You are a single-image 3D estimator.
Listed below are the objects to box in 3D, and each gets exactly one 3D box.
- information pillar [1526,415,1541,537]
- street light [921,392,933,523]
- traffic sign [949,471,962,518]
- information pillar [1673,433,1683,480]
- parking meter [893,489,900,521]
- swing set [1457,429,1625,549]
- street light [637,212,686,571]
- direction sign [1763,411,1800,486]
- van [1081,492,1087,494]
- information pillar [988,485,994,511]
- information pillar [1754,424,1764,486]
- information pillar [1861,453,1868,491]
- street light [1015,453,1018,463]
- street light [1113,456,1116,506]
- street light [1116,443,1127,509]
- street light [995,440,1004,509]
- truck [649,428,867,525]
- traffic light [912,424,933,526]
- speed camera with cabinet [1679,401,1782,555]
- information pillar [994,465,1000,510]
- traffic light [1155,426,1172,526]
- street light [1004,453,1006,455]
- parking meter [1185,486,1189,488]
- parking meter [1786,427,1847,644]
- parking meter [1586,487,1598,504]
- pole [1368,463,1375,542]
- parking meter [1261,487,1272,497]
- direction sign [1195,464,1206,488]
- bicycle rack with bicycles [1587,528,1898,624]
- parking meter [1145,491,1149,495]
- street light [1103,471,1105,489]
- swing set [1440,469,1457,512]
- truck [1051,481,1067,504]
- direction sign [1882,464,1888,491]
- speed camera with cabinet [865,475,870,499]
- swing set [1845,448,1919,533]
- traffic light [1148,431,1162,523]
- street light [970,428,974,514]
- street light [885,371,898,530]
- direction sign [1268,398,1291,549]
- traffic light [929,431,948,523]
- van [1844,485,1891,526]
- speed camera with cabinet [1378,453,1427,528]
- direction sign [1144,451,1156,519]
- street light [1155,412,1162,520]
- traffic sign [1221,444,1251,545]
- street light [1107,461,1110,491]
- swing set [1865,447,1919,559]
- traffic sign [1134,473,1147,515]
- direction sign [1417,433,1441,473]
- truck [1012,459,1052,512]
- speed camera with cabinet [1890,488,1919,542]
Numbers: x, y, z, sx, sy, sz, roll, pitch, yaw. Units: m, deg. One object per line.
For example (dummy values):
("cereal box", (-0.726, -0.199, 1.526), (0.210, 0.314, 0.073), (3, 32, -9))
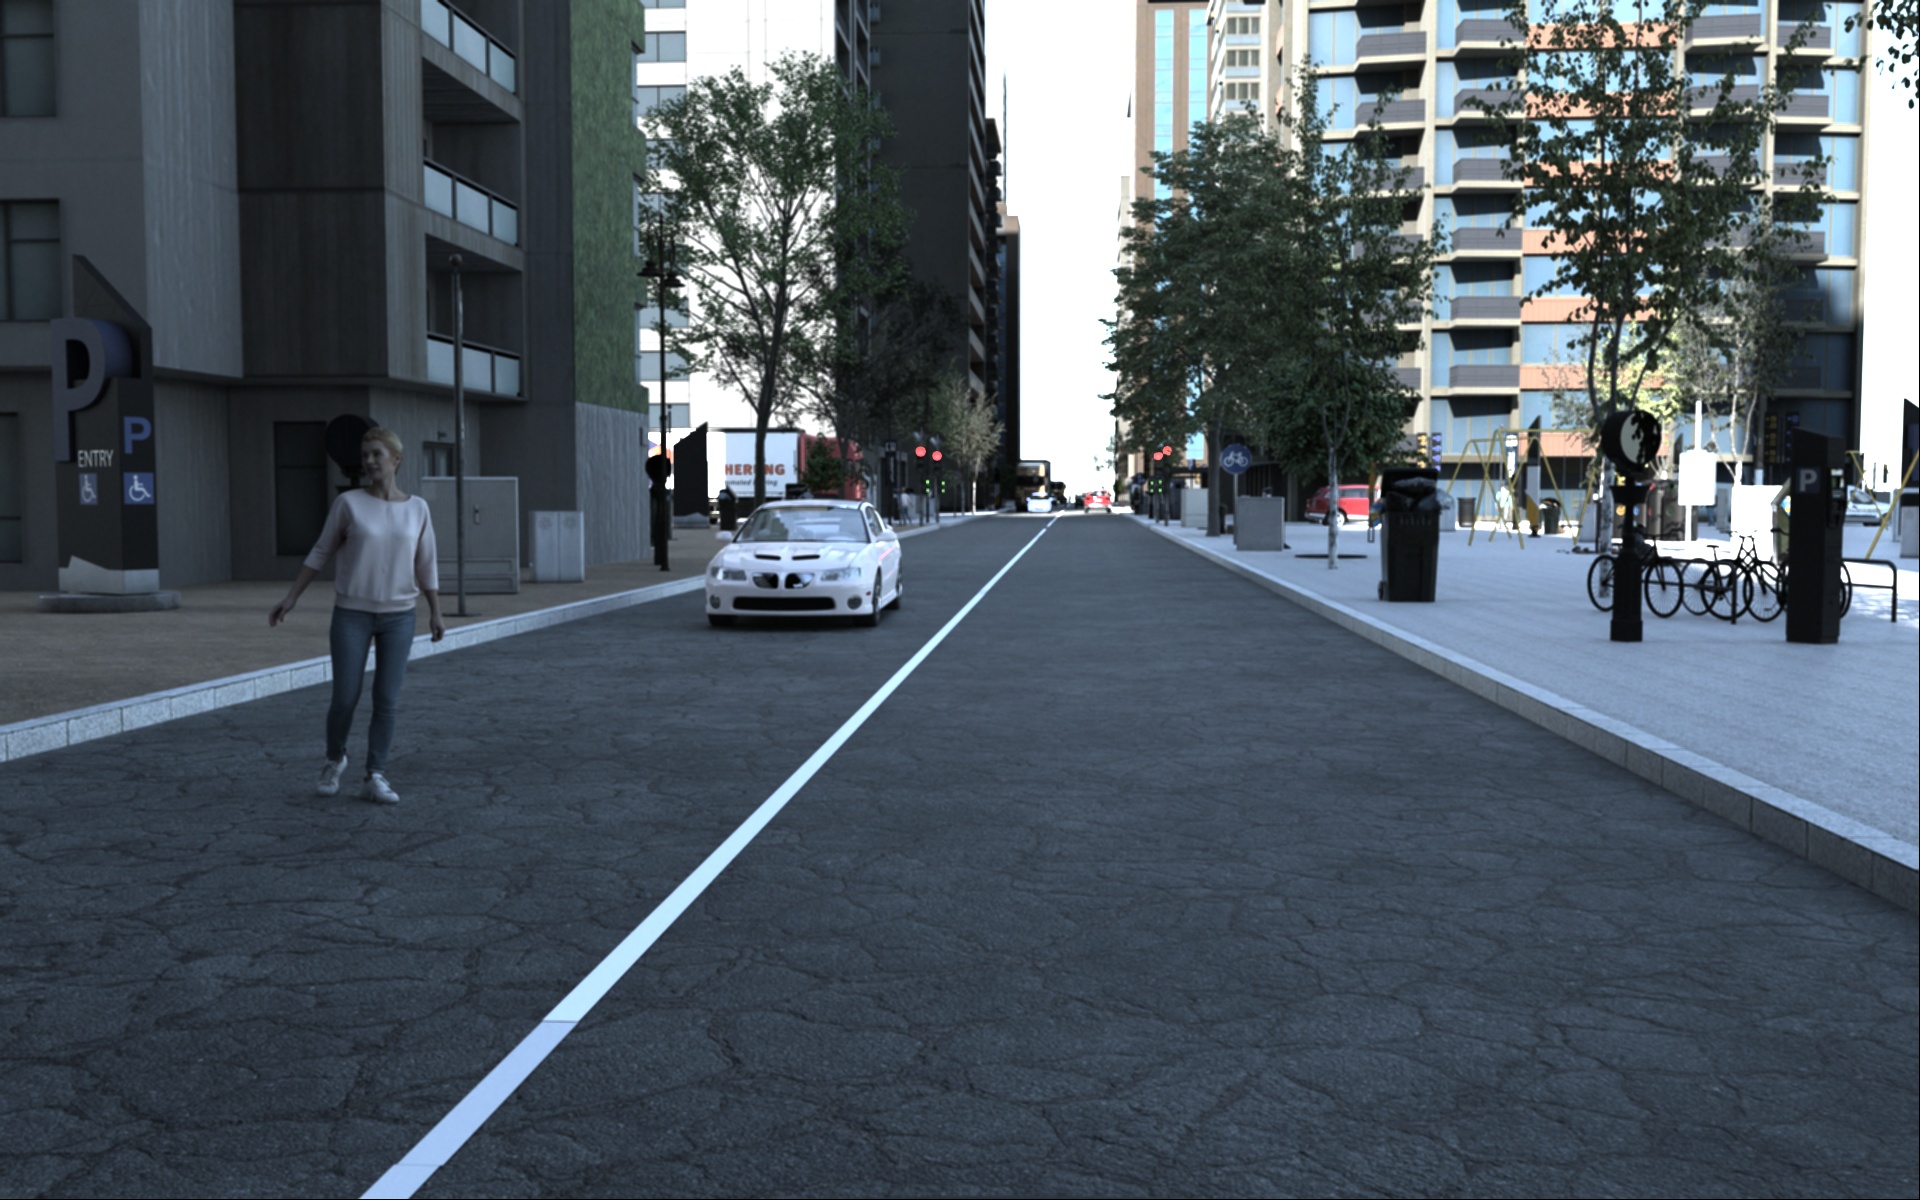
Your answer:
("information pillar", (17.041, -3.675, 51.436), (0.183, 3.616, 0.504), (-1, 4, -22))
("street light", (-1.458, -6.421, 77.774), (0.468, 5.910, 1.993), (0, 4, 4))
("traffic sign", (-0.278, -5.783, 94.661), (0.768, 2.556, 0.104), (0, 4, 5))
("information pillar", (27.673, -4.614, 66.786), (0.183, 3.616, 0.504), (-1, 4, -8))
("parking meter", (-3.046, -4.634, 84.171), (0.372, 1.533, 0.369), (0, 3, 0))
("swing set", (14.220, -2.715, 42.005), (3.119, 2.851, 2.862), (-1, 4, -9))
("street light", (-4.933, -3.424, 28.764), (0.468, 5.910, 1.993), (0, 4, 4))
("direction sign", (22.584, -3.406, 47.685), (0.876, 3.537, 0.379), (2, 4, 28))
("van", (21.087, -17.483, 292.864), (2.013, 2.044, 4.112), (0, 4, 4))
("information pillar", (2.367, -8.093, 136.810), (0.304, 2.012, 0.304), (0, 4, 2))
("information pillar", (26.946, -4.103, 58.440), (0.504, 3.616, 0.183), (-3, 5, -44))
("information pillar", (49.542, -6.361, 95.364), (0.504, 3.616, 0.183), (0, 4, -7))
("street light", (6.202, -13.170, 188.117), (0.468, 5.910, 1.993), (0, 4, 4))
("street light", (17.244, -13.476, 193.114), (0.468, 5.910, 1.993), (0, 4, 4))
("street light", (14.893, -11.436, 159.758), (0.468, 5.910, 1.993), (0, 4, 4))
("street light", (3.196, -10.511, 144.647), (0.468, 5.910, 1.993), (0, 4, 4))
("truck", (-9.039, -5.223, 74.311), (11.283, 4.237, 2.839), (0, 4, 3))
("traffic light", (-1.534, -4.930, 69.531), (0.839, 4.253, 0.868), (0, 4, 4))
("speed camera with cabinet", (16.440, -2.601, 36.858), (2.038, 3.252, 0.660), (2, 4, 29))
("information pillar", (3.010, -9.130, 140.622), (0.504, 3.616, 0.183), (3, 5, 45))
("traffic light", (8.205, -4.890, 68.876), (0.839, 4.253, 0.868), (0, 4, 4))
("street light", (3.820, -11.093, 154.150), (0.468, 5.910, 1.993), (0, 4, 4))
("parking meter", (16.934, -7.596, 129.909), (0.399, 1.863, 0.255), (3, 4, 36))
("parking meter", (7.375, -0.562, 14.907), (0.255, 1.863, 0.399), (-2, 4, -30))
("parking meter", (21.648, -3.117, 59.373), (0.372, 1.533, 0.369), (0, 3, 0))
("pole", (10.910, -3.182, 45.863), (0.158, 3.312, 0.155), (0, 3, 0))
("parking meter", (10.530, -3.122, 59.452), (0.372, 1.533, 0.369), (0, 3, 0))
("direction sign", (18.325, -8.553, 131.830), (0.876, 3.537, 0.379), (2, 4, 29))
("bicycle rack with bicycles", (8.250, -0.276, 17.889), (2.852, 0.926, 2.925), (-1, 4, -8))
("parking meter", (12.787, -6.684, 117.700), (0.372, 1.533, 0.369), (0, 3, 0))
("street light", (20.724, -16.556, 243.475), (0.468, 5.910, 1.993), (0, 4, 4))
("swing set", (15.166, -3.127, 48.746), (2.862, 2.851, 3.119), (-1, 4, -19))
("truck", (13.863, -15.622, 251.341), (3.469, 3.379, 9.791), (0, 4, 5))
("direction sign", (69.317, -8.429, 129.811), (0.876, 3.537, 0.379), (-3, 5, -40))
("speed camera with cabinet", (-5.292, -5.367, 82.090), (2.038, 3.252, 0.660), (-2, 4, -25))
("swing set", (33.270, -4.048, 63.798), (3.119, 2.851, 2.862), (-3, 5, -43))
("traffic light", (8.756, -5.377, 76.843), (0.839, 4.253, 0.868), (0, 4, 4))
("street light", (0.843, -8.471, 111.290), (0.468, 5.910, 1.993), (0, 4, 4))
("street light", (-2.532, -5.470, 62.230), (0.468, 5.910, 1.993), (0, 4, 4))
("direction sign", (7.574, -2.968, 40.529), (0.379, 3.537, 0.876), (-3, 5, -43))
("traffic light", (-0.984, -5.418, 77.497), (0.839, 4.253, 0.868), (0, 4, 4))
("van", (36.469, -3.927, 71.218), (4.112, 2.044, 2.013), (0, 4, 4))
("speed camera with cabinet", (16.910, -4.362, 65.659), (2.038, 3.252, 0.660), (3, 5, 43))
("direction sign", (10.034, -6.030, 90.579), (0.876, 3.537, 0.379), (-1, 4, -10))
("street light", (9.713, -6.804, 84.038), (0.468, 5.910, 1.993), (0, 4, 4))
("traffic sign", (6.984, -2.679, 43.907), (0.768, 2.556, 0.104), (0, 4, 8))
("street light", (19.566, -15.557, 227.144), (0.468, 5.910, 1.993), (0, 4, 4))
("swing set", (18.779, -2.093, 31.839), (3.119, 2.851, 2.862), (-2, 4, -32))
("traffic sign", (10.830, -6.358, 104.058), (0.768, 2.556, 0.104), (0, 4, 4))
("direction sign", (17.328, -4.408, 64.060), (0.876, 3.537, 0.379), (0, 4, 3))
("truck", (6.005, -9.347, 141.733), (2.839, 4.237, 11.283), (0, 4, 6))
("speed camera with cabinet", (26.018, -3.168, 46.132), (2.038, 3.252, 0.660), (1, 4, 22))
